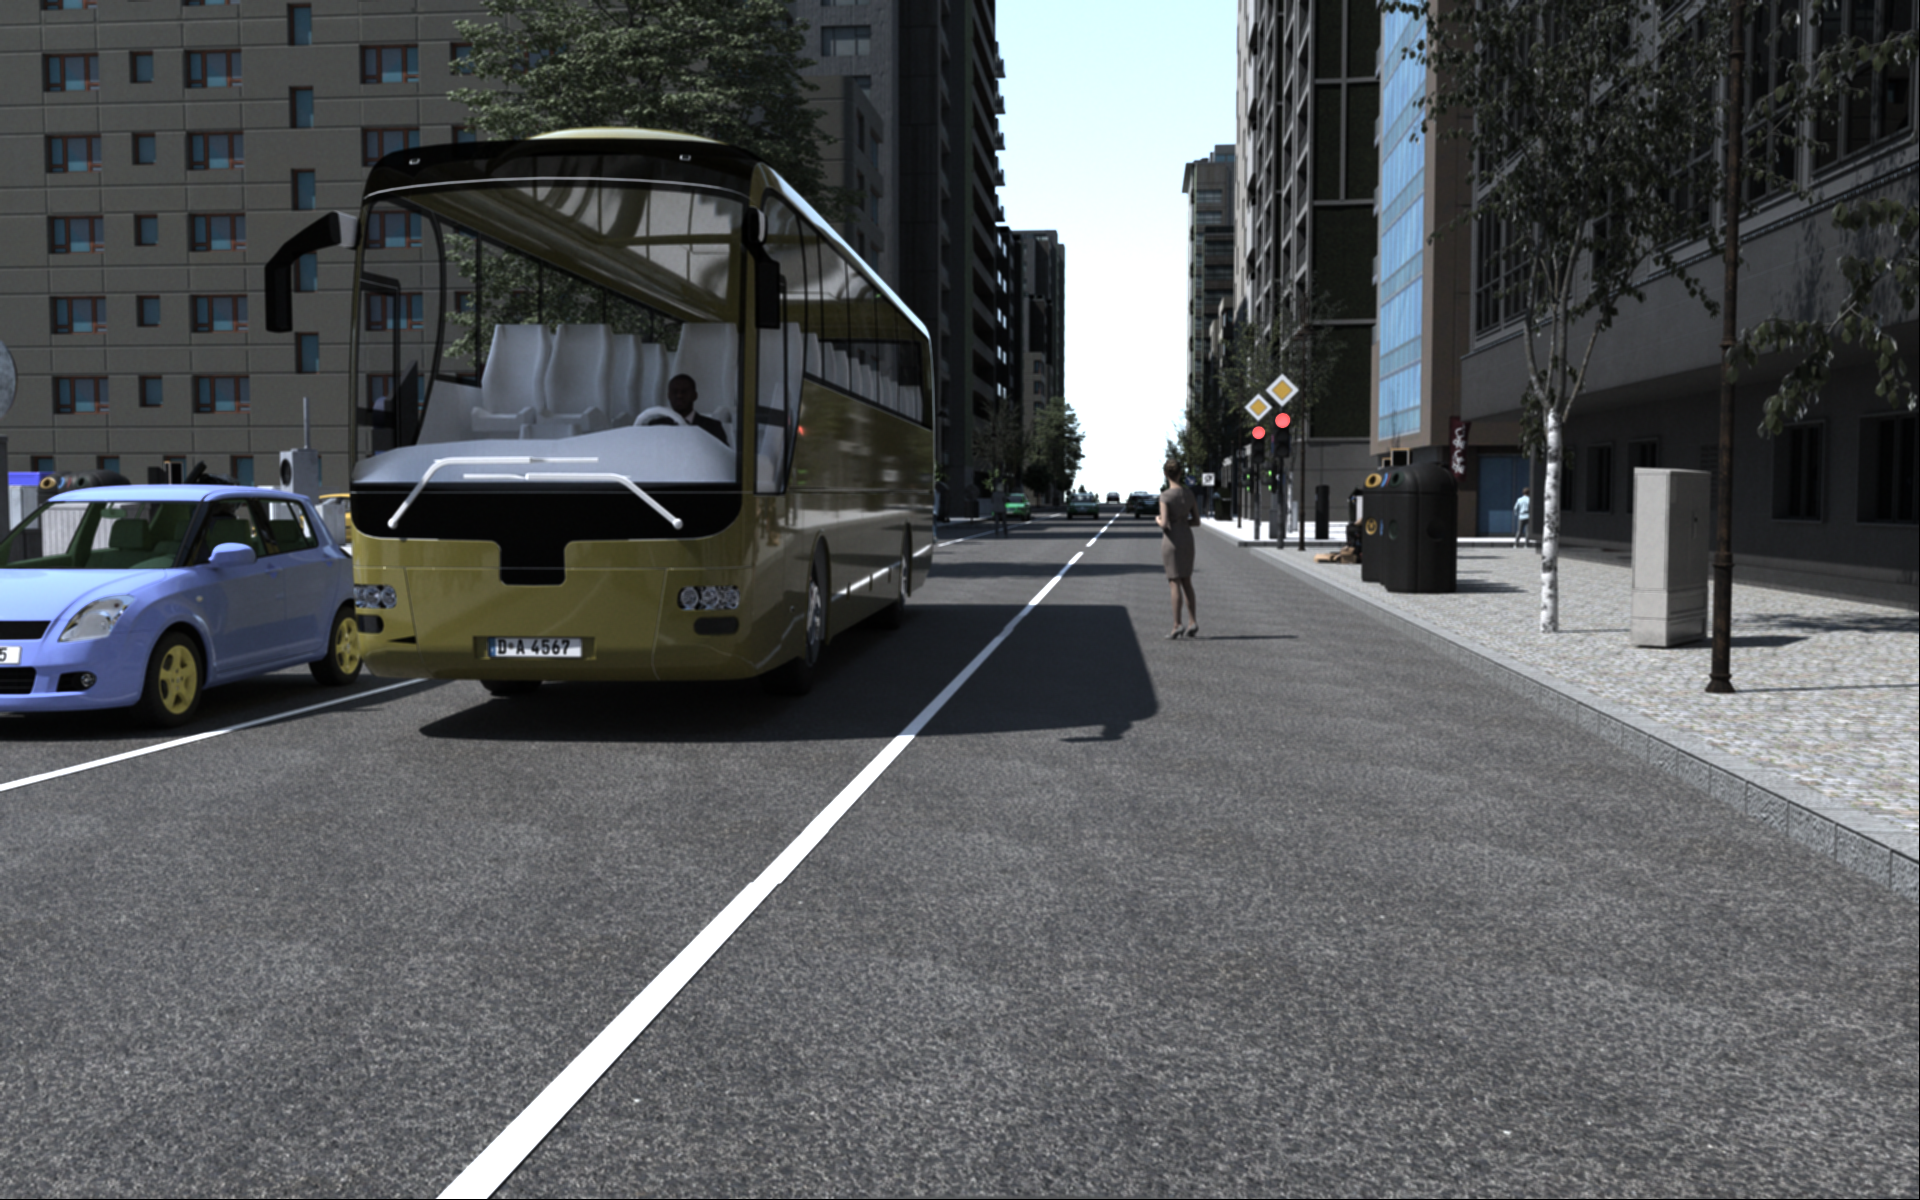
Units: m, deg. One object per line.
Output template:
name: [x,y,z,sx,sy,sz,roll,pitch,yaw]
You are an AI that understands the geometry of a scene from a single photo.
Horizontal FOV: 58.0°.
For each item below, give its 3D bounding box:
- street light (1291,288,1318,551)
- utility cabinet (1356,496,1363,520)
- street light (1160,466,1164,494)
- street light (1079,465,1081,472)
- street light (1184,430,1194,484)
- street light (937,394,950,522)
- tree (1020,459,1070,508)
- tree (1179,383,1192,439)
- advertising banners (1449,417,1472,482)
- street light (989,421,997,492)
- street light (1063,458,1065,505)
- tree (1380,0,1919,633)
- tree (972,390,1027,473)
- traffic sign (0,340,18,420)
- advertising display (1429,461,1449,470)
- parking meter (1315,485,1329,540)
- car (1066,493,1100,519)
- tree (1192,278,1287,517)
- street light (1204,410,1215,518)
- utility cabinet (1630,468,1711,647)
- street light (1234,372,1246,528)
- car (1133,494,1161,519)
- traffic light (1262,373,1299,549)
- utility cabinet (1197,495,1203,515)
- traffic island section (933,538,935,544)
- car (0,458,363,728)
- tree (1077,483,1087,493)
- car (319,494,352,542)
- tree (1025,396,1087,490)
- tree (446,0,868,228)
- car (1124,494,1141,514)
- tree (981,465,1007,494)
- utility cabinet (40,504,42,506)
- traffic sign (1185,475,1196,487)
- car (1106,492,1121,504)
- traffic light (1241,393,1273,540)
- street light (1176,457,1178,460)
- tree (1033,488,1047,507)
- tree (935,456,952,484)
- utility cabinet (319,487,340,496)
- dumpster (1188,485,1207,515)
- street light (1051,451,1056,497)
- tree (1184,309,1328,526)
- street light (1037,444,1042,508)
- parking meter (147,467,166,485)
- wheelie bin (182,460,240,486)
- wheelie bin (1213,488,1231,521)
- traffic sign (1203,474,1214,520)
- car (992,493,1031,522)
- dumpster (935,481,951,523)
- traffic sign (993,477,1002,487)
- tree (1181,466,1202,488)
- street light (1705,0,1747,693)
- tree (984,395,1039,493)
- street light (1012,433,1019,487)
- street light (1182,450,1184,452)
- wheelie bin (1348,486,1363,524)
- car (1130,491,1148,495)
street light: [7.749,-4.055,39.095,0.468,5.910,1.993,0,4,6]
utility cabinet: [12.337,-2.502,52.076,0.306,1.237,1.020,-1,4,-22]
street light: [32.508,-18.848,280.955,0.468,5.910,1.993,0,4,6]
street light: [18.426,-17.900,265.449,0.468,5.910,1.993,0,4,6]
street light: [16.263,-9.141,122.246,0.468,5.910,1.993,0,4,6]
street light: [-0.774,-6.511,79.238,0.468,5.910,1.993,0,4,6]
tree: [7.228,-10.887,161.709,4.285,4.588,4.351,0,3,0]
tree: [14.633,-9.082,98.845,4.360,8.622,3.978,0,3,0]
advertising banners: [10.448,-2.610,38.861,2.074,3.025,0.090,0,4,0]
street light: [2.099,-8.226,107.277,0.468,5.910,1.993,0,4,6]
street light: [12.527,-14.448,209.006,0.468,5.910,1.993,0,4,6]
tree: [5.712,-4.007,15.869,4.360,8.622,3.978,0,3,0]
tree: [2.585,-10.468,121.514,4.360,8.622,3.978,0,3,0]
traffic sign: [-7.651,-0.816,13.451,0.768,2.556,0.104,1,4,13]
advertising display: [9.547,-1.804,34.710,0.123,1.923,0.974,0,4,-4]
parking meter: [10.202,-2.469,48.772,0.372,1.533,0.369,0,3,0]
car: [7.052,-5.534,99.275,1.959,1.807,4.718,0,4,5]
tree: [10.715,-6.526,57.058,4.360,8.622,3.978,0,3,0]
street light: [13.408,-7.398,93.742,0.468,5.910,1.993,0,4,6]
utility cabinet: [6.090,-0.374,14.791,0.318,1.500,1.173,3,4,39]
street light: [10.572,-5.661,65.348,0.468,5.910,1.993,0,4,6]
car: [11.323,-5.567,102.810,2.131,1.459,4.920,0,4,7]
traffic light: [7.465,-3.145,40.347,0.839,4.253,0.868,0,4,6]
utility cabinet: [14.780,-5.840,106.651,0.306,1.237,1.020,1,4,14]
traffic island section: [-1.820,-1.661,49.442,2.009,0.180,2.903,0,4,6]
car: [-5.518,-0.134,11.775,1.945,1.707,3.694,0,4,5]
tree: [19.891,-17.500,280.730,1.663,3.219,1.824,0,3,0]
car: [-16.782,-2.199,46.184,3.980,1.641,2.015,0,4,4]
tree: [11.411,-17.269,200.477,7.486,12.596,7.792,0,3,0]
tree: [-5.396,-6.916,31.198,7.486,12.596,7.792,0,3,0]
car: [13.137,-7.228,127.963,2.009,1.686,4.222,0,4,6]
tree: [2.480,-7.389,115.416,1.663,3.219,1.824,0,3,0]
utility cabinet: [-7.301,-0.213,14.640,1.020,1.237,0.306,2,4,27]
traffic sign: [15.413,-7.081,115.879,0.768,2.556,0.104,0,4,7]
car: [23.385,-15.649,264.528,2.281,1.827,5.304,0,4,5]
traffic light: [8.279,-3.631,48.291,0.839,4.253,0.868,0,4,6]
street light: [21.155,-12.058,169.931,0.468,5.910,1.993,0,4,6]
tree: [8.439,-11.269,178.850,1.663,3.219,1.824,0,3,0]
tree: [-1.374,-5.653,87.023,1.663,3.219,1.824,0,3,0]
utility cabinet: [-18.871,-2.586,50.967,1.173,1.500,0.318,-3,5,-41]
dumpster: [14.834,-6.292,108.627,1.264,1.857,1.865,0,4,6]
street light: [9.925,-12.855,182.970,0.468,5.910,1.993,0,4,6]
tree: [12.279,-7.287,69.504,4.737,8.622,4.395,0,3,0]
street light: [7.048,-11.140,154.931,0.468,5.910,1.993,0,4,6]
parking meter: [-17.322,-1.937,37.385,0.255,1.863,0.399,0,4,-5]
wheelie bin: [-7.218,-0.528,16.540,0.693,1.594,0.980,-1,4,-21]
wheelie bin: [12.615,-4.607,83.230,0.980,1.594,0.693,-1,4,-23]
traffic sign: [12.304,-5.118,85.810,0.606,2.300,0.079,1,4,12]
car: [2.734,-5.054,91.430,1.959,1.807,4.718,0,4,7]
dumpster: [-1.110,-4.318,76.360,1.264,1.857,1.865,0,4,6]
traffic sign: [2.289,-6.343,105.838,0.606,2.300,0.079,0,4,8]
tree: [16.093,-7.680,120.168,1.663,3.219,1.824,0,3,0]
street light: [4.928,-2.340,11.050,0.468,5.910,1.993,0,4,6]
tree: [3.785,-10.952,129.432,4.737,8.622,4.395,0,3,0]
street light: [3.990,-9.366,125.916,0.468,5.910,1.993,0,4,6]
street light: [18.343,-10.312,141.386,0.468,5.910,1.993,0,4,6]
wheelie bin: [15.807,-3.737,69.007,0.693,1.594,0.980,1,4,9]
car: [19.996,-11.198,191.752,2.281,1.827,5.304,0,4,5]
